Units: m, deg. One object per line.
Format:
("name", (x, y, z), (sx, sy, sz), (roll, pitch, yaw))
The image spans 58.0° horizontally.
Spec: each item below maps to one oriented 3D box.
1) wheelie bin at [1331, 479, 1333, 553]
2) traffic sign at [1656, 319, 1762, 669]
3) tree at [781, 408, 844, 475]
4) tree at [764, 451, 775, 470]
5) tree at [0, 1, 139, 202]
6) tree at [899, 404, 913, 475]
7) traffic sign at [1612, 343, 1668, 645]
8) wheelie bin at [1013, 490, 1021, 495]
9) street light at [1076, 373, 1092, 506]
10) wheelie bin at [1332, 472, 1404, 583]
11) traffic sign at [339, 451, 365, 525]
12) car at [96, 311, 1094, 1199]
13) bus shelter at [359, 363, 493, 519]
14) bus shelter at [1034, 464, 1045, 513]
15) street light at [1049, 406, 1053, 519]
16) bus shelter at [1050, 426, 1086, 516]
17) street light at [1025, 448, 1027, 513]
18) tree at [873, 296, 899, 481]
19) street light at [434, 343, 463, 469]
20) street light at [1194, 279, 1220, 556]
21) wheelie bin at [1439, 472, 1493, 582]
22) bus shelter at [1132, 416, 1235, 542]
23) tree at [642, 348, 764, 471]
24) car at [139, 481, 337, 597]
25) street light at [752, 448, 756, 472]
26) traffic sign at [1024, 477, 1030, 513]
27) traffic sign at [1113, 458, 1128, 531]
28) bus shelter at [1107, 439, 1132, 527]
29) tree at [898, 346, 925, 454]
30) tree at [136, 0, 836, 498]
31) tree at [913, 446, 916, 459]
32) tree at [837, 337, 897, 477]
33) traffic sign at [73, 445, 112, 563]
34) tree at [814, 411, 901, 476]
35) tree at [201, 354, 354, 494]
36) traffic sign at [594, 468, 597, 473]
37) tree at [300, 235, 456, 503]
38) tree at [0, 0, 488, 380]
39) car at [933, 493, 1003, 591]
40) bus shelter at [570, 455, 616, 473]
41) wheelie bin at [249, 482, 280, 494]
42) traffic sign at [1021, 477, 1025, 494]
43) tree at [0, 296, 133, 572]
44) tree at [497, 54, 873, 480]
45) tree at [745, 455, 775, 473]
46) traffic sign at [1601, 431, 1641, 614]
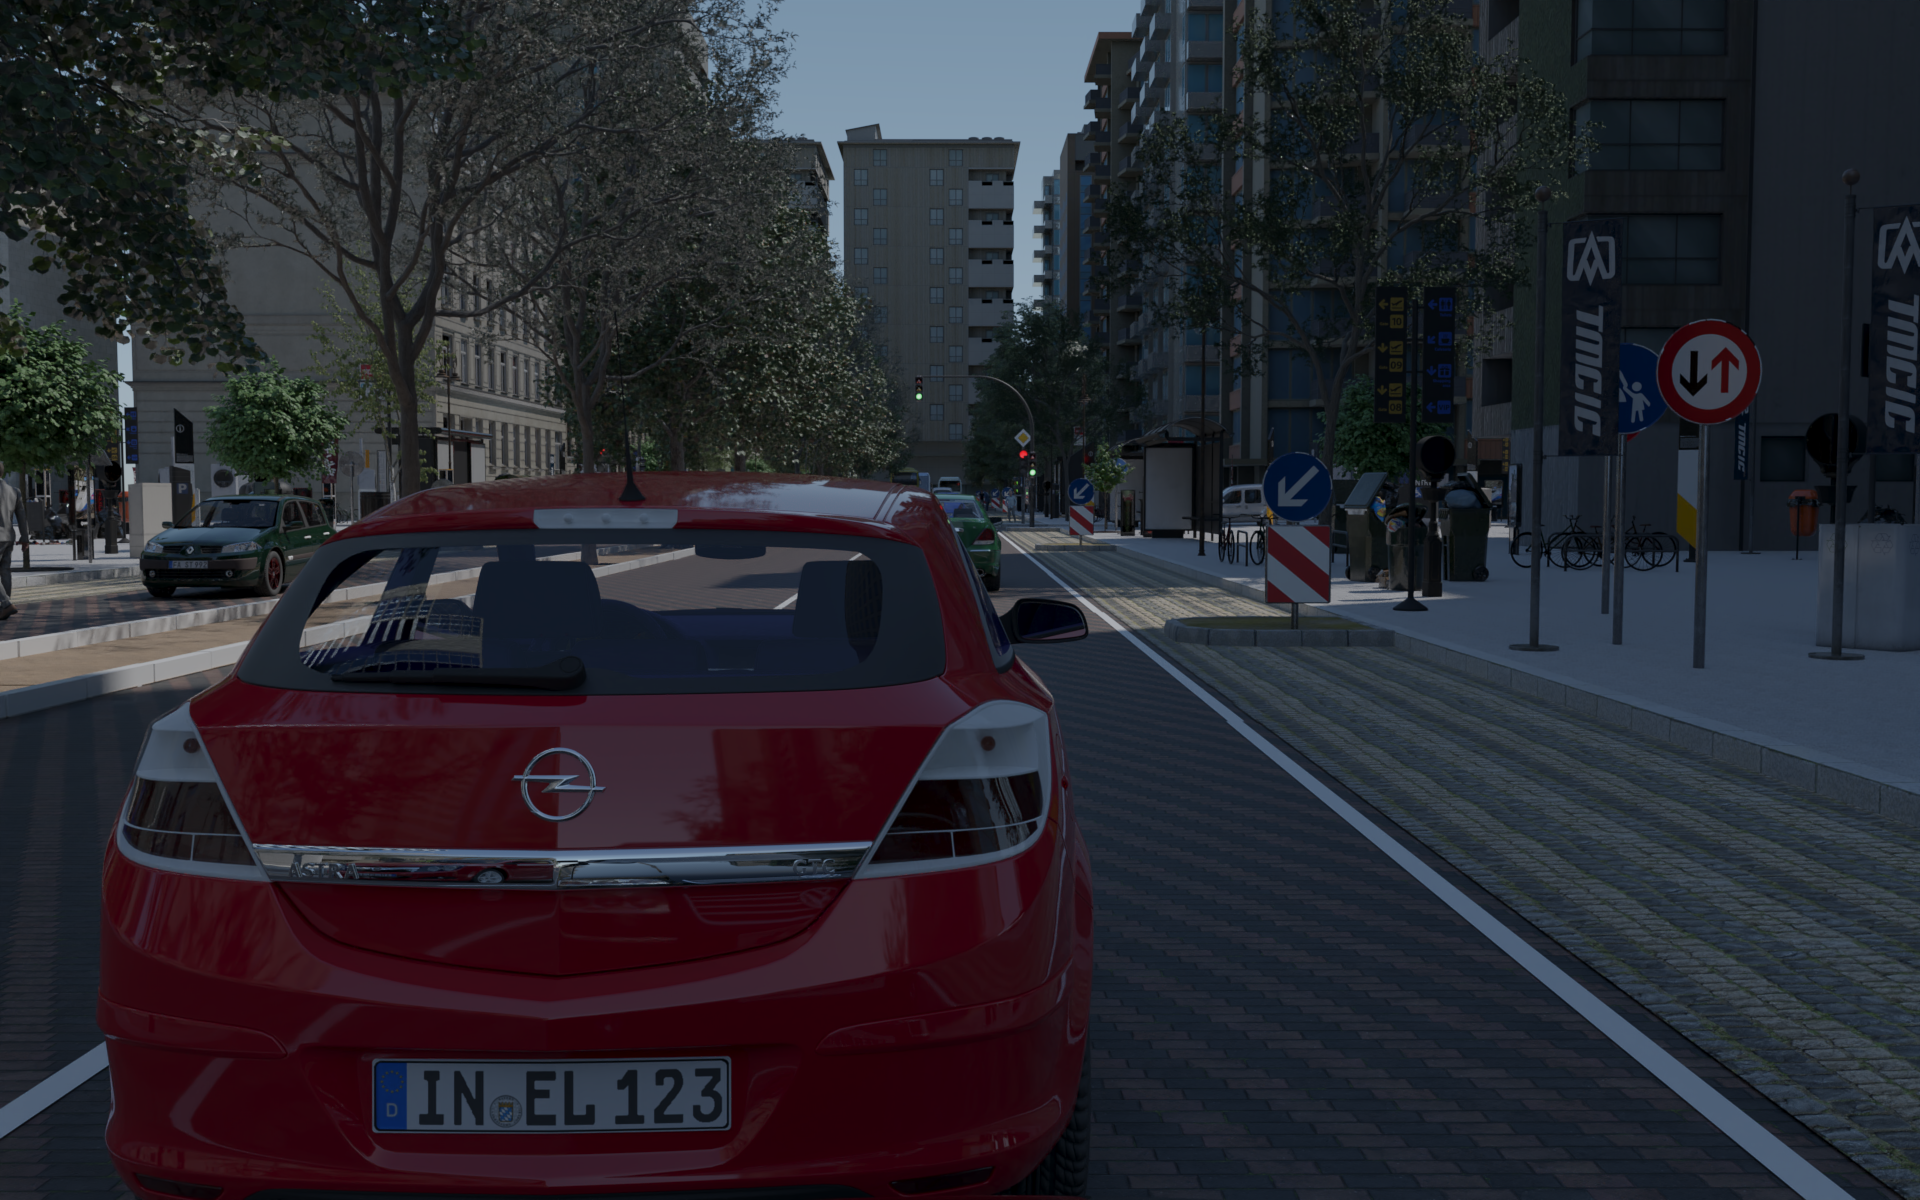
("wheelie bin", (8.263, -1.802, 37.366), (0.980, 1.594, 0.693), (0, 4, -6))
("traffic sign", (5.448, -0.770, 12.694), (0.768, 2.556, 0.104), (0, 4, 0))
("tree", (-7.679, -8.287, 88.309), (4.360, 8.622, 3.978), (0, 3, 0))
("tree", (-16.546, -14.158, 149.618), (7.486, 12.596, 7.792), (0, 3, 0))
("tree", (-7.056, -6.669, 21.872), (12.009, 13.543, 11.850), (0, 3, 0))
("tree", (-7.694, -10.761, 95.403), (9.611, 12.733, 9.660), (0, 3, 0))
("traffic sign", (5.609, -0.893, 14.701), (0.768, 2.556, 0.104), (1, 4, 9))
("wheelie bin", (4.734, -8.523, 147.265), (0.980, 1.594, 0.693), (1, 4, 15))
("street light", (4.725, -5.712, 66.183), (0.468, 5.910, 1.993), (0, 4, 0))
("wheelie bin", (6.072, -1.071, 25.426), (0.693, 1.594, 0.980), (-1, 4, -19))
("traffic sign", (-17.930, -3.117, 51.069), (0.768, 2.556, 0.104), (0, 4, 2))
("car", (-0.671, 0.257, 4.841), (2.155, 1.783, 4.494), (0, 4, -1))
("bus shelter", (-17.243, -4.768, 55.596), (2.179, 5.291, 8.768), (0, 3, 0))
("bus shelter", (6.194, -8.991, 124.631), (2.179, 5.291, 8.768), (0, 4, 0))
("street light", (4.648, -7.047, 88.006), (0.468, 5.910, 1.993), (0, 4, 0))
("bus shelter", (6.388, -7.494, 100.160), (2.179, 5.291, 8.768), (0, 4, 0))
("street light", (4.516, -8.926, 118.730), (0.468, 5.910, 1.993), (0, 4, 0))
("tree", (-7.036, -8.304, 55.230), (9.611, 12.733, 9.660), (0, 3, 0))
("street light", (-15.662, -4.914, 53.136), (0.468, 5.910, 1.993), (0, 4, 0))
("street light", (5.026, -3.856, 35.830), (0.468, 5.910, 1.993), (0, 4, 0))
("wheelie bin", (7.434, -1.078, 25.534), (0.693, 1.594, 0.980), (0, 4, 1))
("bus shelter", (6.127, -3.299, 47.858), (2.014, 3.302, 5.546), (0, 3, 0))
("tree", (-17.296, -11.885, 112.449), (7.486, 12.596, 7.792), (0, 3, 0))
("car", (-10.457, -0.956, 25.417), (2.009, 1.686, 4.222), (0, 4, -1))
("street light", (-16.083, -10.002, 136.313), (0.468, 5.910, 1.993), (0, 4, 0))
("traffic sign", (4.727, -7.350, 120.279), (0.768, 2.556, 0.104), (0, 3, 0))
("traffic sign", (5.480, -3.704, 60.673), (0.768, 2.556, 0.104), (0, 4, 5))
("bus shelter", (6.528, -4.314, 64.453), (2.014, 3.302, 5.546), (0, 4, 0))
("tree", (-7.422, -10.159, 78.929), (12.009, 13.543, 11.850), (0, 3, 0))
("tree", (-7.411, -7.425, 34.232), (12.009, 13.543, 11.850), (0, 3, 0))
("tree", (-7.976, -12.444, 122.927), (9.611, 12.733, 9.660), (0, 3, 0))
("tree", (-7.774, -11.309, 113.109), (9.928, 11.665, 9.643), (0, 3, 0))
("traffic sign", (-16.135, -1.961, 32.065), (0.884, 2.594, 0.081), (0, 4, 1))
("tree", (-7.696, -10.232, 104.158), (8.767, 10.594, 7.601), (0, 4, 0))
("tree", (-16.013, -3.476, 40.551), (4.285, 4.588, 4.351), (0, 3, 0))
("traffic sign", (-16.360, -4.715, 77.089), (0.884, 2.594, 0.081), (0, 4, 0))
("tree", (-15.914, -5.979, 48.114), (4.737, 8.622, 4.395), (0, 3, 0))
("tree", (-6.993, -6.178, 10.126), (9.857, 13.997, 8.962), (0, 3, 0))
("car", (-0.358, -0.936, 27.095), (2.131, 1.459, 4.920), (0, 4, -2))
("bus shelter", (-16.445, -5.277, 80.198), (2.014, 3.302, 5.546), (0, 4, 0))
("wheelie bin", (-18.144, -2.287, 45.292), (0.980, 1.594, 0.693), (-1, 4, -22))
("traffic sign", (4.611, -7.622, 124.729), (0.768, 2.556, 0.104), (0, 4, 3))
("tree", (-15.760, -2.772, 29.041), (4.285, 4.588, 4.351), (0, 3, 0))
("tree", (-7.399, -7.687, 45.147), (9.611, 12.733, 9.660), (0, 3, 0))
("tree", (-16.709, -9.633, 141.205), (4.285, 4.588, 4.351), (0, 3, 0))
("traffic sign", (6.910, -1.123, 18.474), (0.768, 2.556, 0.104), (0, 4, 6))
